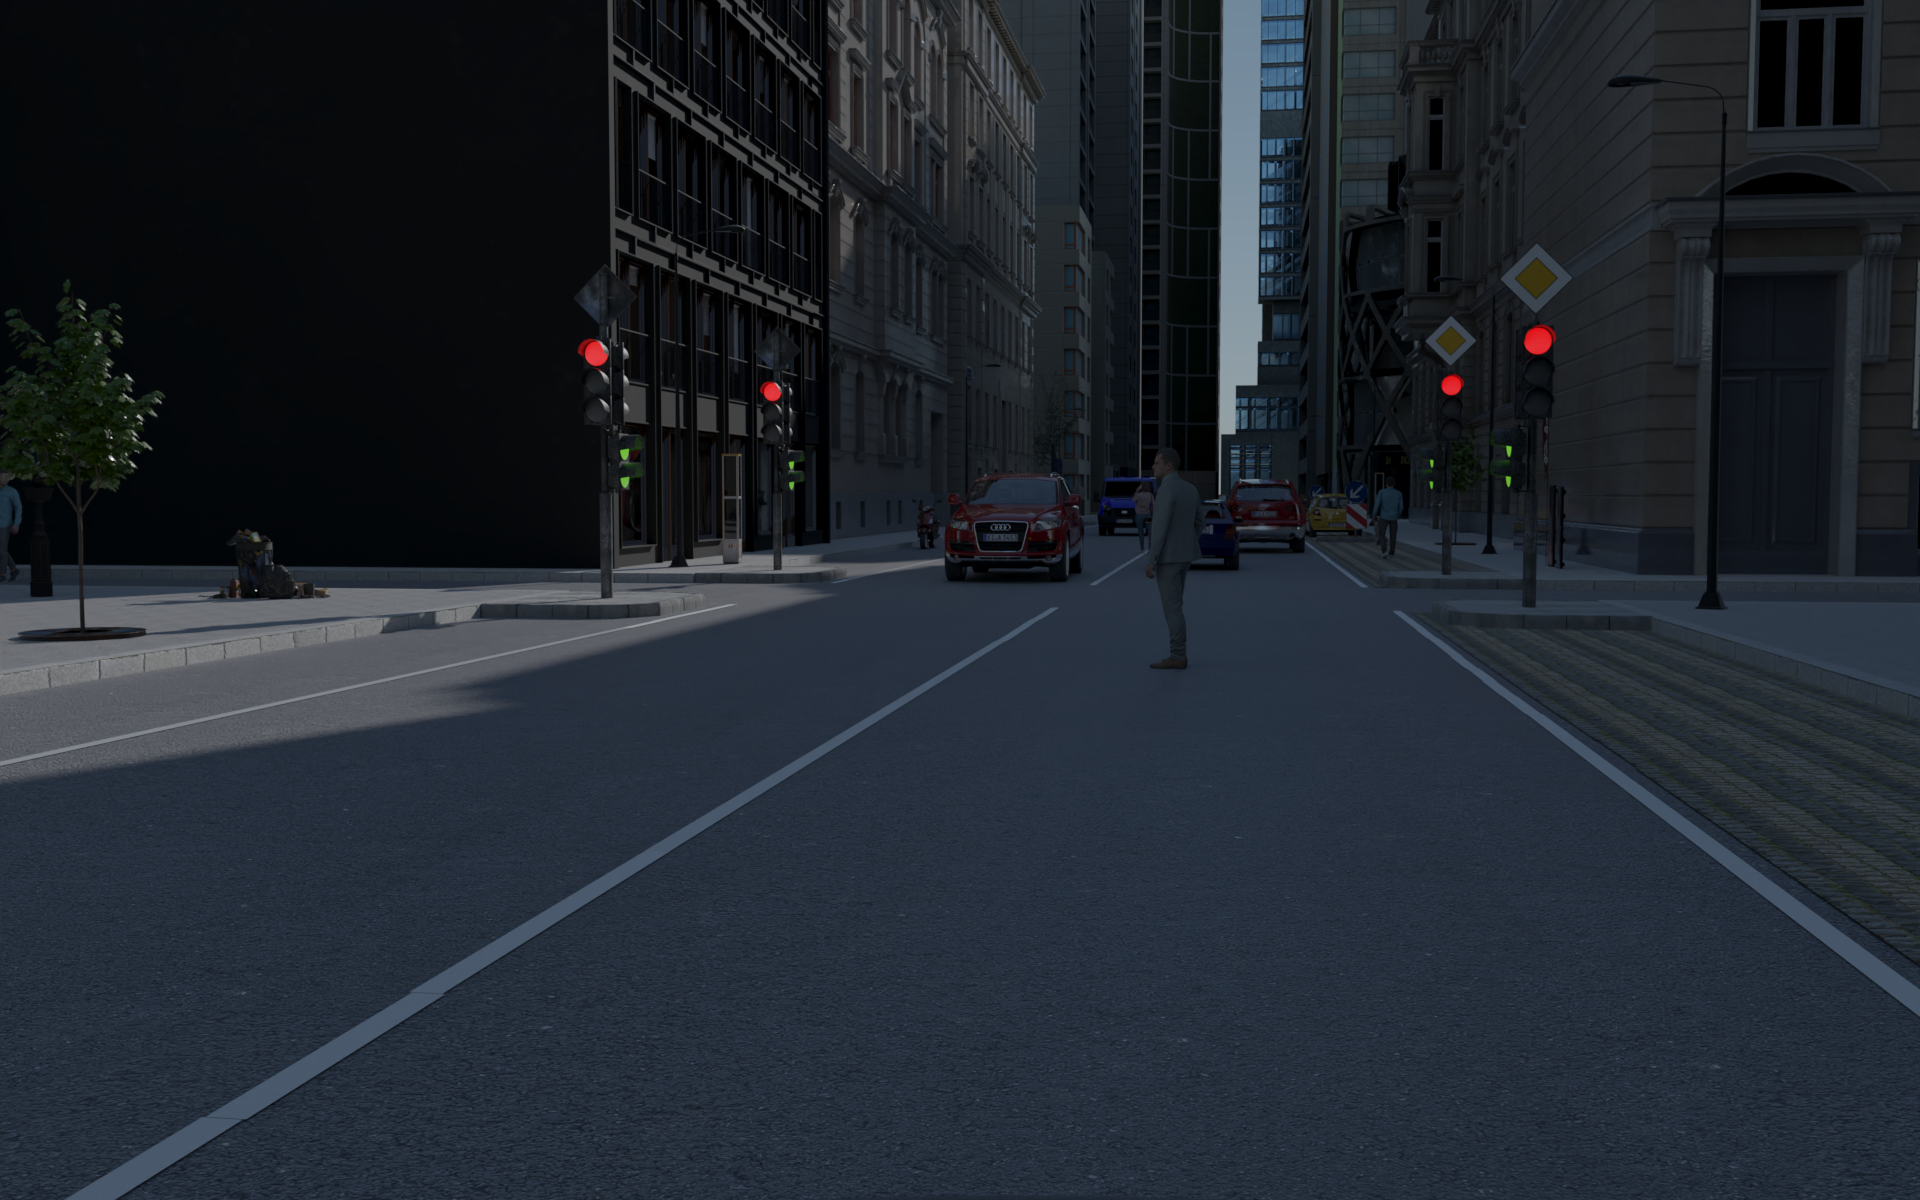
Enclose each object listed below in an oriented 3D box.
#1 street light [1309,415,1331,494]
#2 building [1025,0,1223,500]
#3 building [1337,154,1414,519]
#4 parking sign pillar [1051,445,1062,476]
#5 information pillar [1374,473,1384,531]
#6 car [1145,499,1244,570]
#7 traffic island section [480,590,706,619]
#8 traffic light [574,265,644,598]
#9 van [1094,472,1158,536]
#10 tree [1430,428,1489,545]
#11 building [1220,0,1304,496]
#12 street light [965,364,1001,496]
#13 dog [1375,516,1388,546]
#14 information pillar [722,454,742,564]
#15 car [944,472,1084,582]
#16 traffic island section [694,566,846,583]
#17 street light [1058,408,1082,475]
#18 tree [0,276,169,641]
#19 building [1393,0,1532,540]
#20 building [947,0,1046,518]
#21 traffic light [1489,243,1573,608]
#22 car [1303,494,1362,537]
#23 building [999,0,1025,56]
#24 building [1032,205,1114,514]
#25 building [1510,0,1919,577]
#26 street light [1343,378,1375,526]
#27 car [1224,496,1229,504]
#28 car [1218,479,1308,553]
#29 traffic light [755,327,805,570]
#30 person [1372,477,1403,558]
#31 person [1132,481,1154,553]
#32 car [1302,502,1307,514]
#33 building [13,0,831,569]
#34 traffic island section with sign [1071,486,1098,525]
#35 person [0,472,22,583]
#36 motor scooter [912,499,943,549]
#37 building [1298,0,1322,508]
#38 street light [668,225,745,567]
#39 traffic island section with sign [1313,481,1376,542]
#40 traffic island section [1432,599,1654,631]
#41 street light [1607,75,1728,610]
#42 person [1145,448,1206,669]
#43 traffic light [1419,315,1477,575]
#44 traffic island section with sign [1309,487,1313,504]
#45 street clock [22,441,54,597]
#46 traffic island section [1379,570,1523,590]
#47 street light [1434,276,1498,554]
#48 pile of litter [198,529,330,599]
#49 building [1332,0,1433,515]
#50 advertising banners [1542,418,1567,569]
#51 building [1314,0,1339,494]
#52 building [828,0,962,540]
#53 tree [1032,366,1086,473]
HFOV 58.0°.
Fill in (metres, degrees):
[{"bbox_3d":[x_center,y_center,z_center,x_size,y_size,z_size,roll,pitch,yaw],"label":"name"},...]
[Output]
[{"bbox_3d":[21.077,-7.880,101.377,1.470,5.913,1.316,1,4,9],"label":"street light"},{"bbox_3d":[19.125,-46.338,195.880,20.611,71.187,20.563,1,4,9],"label":"building"},{"bbox_3d":[28.578,-13.718,91.739,16.820,18.784,16.811,1,4,9],"label":"building"},{"bbox_3d":[5.310,-6.527,95.186,1.447,3.967,1.447,1,4,12],"label":"parking sign pillar"},{"bbox_3d":[14.545,-3.402,60.116,0.304,2.012,0.304,1,4,11],"label":"information pillar"},{"bbox_3d":[4.600,-1.312,34.040,1.945,1.354,3.894,0,4,8],"label":"car"},{"bbox_3d":[-4.377,0.054,21.393,2.009,0.180,2.903,1,4,9],"label":"traffic island section"},{"bbox_3d":[-4.339,-1.977,21.252,0.839,4.253,0.868,1,4,9],"label":"traffic light"},{"bbox_3d":[5.989,-3.466,61.058,2.240,2.365,5.245,1,4,10],"label":"van"},{"bbox_3d":[12.654,-3.001,43.674,1.663,3.219,1.824,0,3,0],"label":"tree"},{"bbox_3d":[45.075,-53.789,192.113,31.000,86.520,22.319,1,4,9],"label":"building"},{"bbox_3d":[0.766,-5.463,61.856,1.470,5.913,1.316,1,4,9],"label":"street light"},{"bbox_3d":[11.585,-1.907,48.016,0.513,0.831,0.800,3,5,41],"label":"dog"},{"bbox_3d":[-4.185,-1.670,31.793,0.304,2.012,0.304,0,4,4],"label":"information pillar"},{"bbox_3d":[1.015,-1.311,30.111,2.281,1.827,5.304,1,4,8],"label":"car"},{"bbox_3d":[-3.100,-0.428,29.275,2.009,0.180,2.903,1,4,9],"label":"traffic island section"},{"bbox_3d":[5.900,-7.401,93.552,1.470,5.913,1.316,1,4,9],"label":"street light"},{"bbox_3d":[-7.944,-1.285,15.604,1.663,3.219,1.824,0,3,0],"label":"tree"},{"bbox_3d":[22.713,-14.748,60.222,14.460,24.649,34.723,1,4,9],"label":"building"},{"bbox_3d":[-3.514,-17.372,81.296,12.463,27.353,25.104,1,4,9],"label":"building"},{"bbox_3d":[6.434,-1.872,19.528,0.839,4.253,0.868,1,4,9],"label":"traffic light"},{"bbox_3d":[12.496,-2.928,58.096,2.015,1.641,3.980,0,4,8],"label":"car"},{"bbox_3d":[6.903,-44.617,167.746,20.611,71.187,20.563,1,4,9],"label":"building"},{"bbox_3d":[-4.206,-16.832,120.245,27.650,21.520,28.899,1,4,9],"label":"building"},{"bbox_3d":[21.345,-15.003,31.202,20.117,28.700,13.634,1,4,9],"label":"building"},{"bbox_3d":[16.011,-5.920,69.338,1.470,5.913,1.316,1,4,9],"label":"street light"},{"bbox_3d":[16.906,-5.724,106.168,1.945,1.354,3.894,1,4,9],"label":"car"},{"bbox_3d":[7.684,-2.157,43.944,2.281,1.827,5.304,1,4,9],"label":"car"},{"bbox_3d":[-3.062,-2.460,29.134,0.839,4.253,0.868,1,4,9],"label":"traffic light"},{"bbox_3d":[9.511,-1.832,38.467,0.660,1.820,0.620,0,4,-2],"label":"person"},{"bbox_3d":[4.508,-1.996,41.720,0.593,1.750,0.643,-1,4,-21],"label":"person"},{"bbox_3d":[20.087,-5.654,105.024,1.945,1.354,3.894,1,4,9],"label":"car"},{"bbox_3d":[-10.710,-12.720,37.644,12.332,23.373,15.834,1,4,9],"label":"building"},{"bbox_3d":[5.534,-4.394,80.469,1.989,1.847,2.006,1,4,9],"label":"traffic island section with sign"},{"bbox_3d":[-15.447,-1.204,28.055,0.638,1.841,0.748,1,4,18],"label":"person"},{"bbox_3d":[-0.839,-2.005,45.566,0.815,1.314,1.986,0,4,8],"label":"motor scooter"},{"bbox_3d":[43.176,-32.946,162.373,21.300,48.544,21.600,1,4,9],"label":"building"},{"bbox_3d":[-4.403,-3.524,30.166,1.470,5.913,1.316,1,4,9],"label":"street light"},{"bbox_3d":[11.722,-2.648,51.919,1.989,1.847,2.006,1,4,9],"label":"traffic island section with sign"},{"bbox_3d":[6.472,0.162,19.636,2.009,0.180,2.903,1,4,9],"label":"traffic island section"},{"bbox_3d":[7.872,-2.859,19.284,1.470,5.913,1.316,1,4,9],"label":"street light"},{"bbox_3d":[1.755,-0.345,14.242,0.391,1.810,0.635,2,4,26],"label":"person"},{"bbox_3d":[7.712,-2.354,27.411,0.839,4.253,0.868,1,4,9],"label":"traffic light"},{"bbox_3d":[16.027,-4.275,78.530,1.989,1.847,2.006,1,4,9],"label":"traffic island section with sign"},{"bbox_3d":[-11.473,-1.040,21.577,0.471,2.002,0.358,2,4,34],"label":"street clock"},{"bbox_3d":[7.750,-0.320,27.519,2.009,0.180,2.903,1,4,9],"label":"traffic island section"},{"bbox_3d":[10.791,-3.941,36.973,1.470,5.913,1.316,1,4,9],"label":"street light"},{"bbox_3d":[-8.664,-0.466,21.591,1.719,0.858,1.176,2,4,32],"label":"pile of litter"},{"bbox_3d":[30.898,-26.058,109.647,14.154,41.232,14.086,1,4,9],"label":"building"},{"bbox_3d":[10.452,-2.100,30.517,0.090,3.025,2.074,1,4,9],"label":"advertising banners"},{"bbox_3d":[33.072,-28.985,124.009,14.600,45.320,14.200,1,4,9],"label":"building"},{"bbox_3d":[-8.294,-16.509,57.306,14.401,28.519,23.554,1,4,9],"label":"building"},{"bbox_3d":[4.986,-9.075,98.739,4.360,8.622,3.978,0,3,0],"label":"tree"}]
